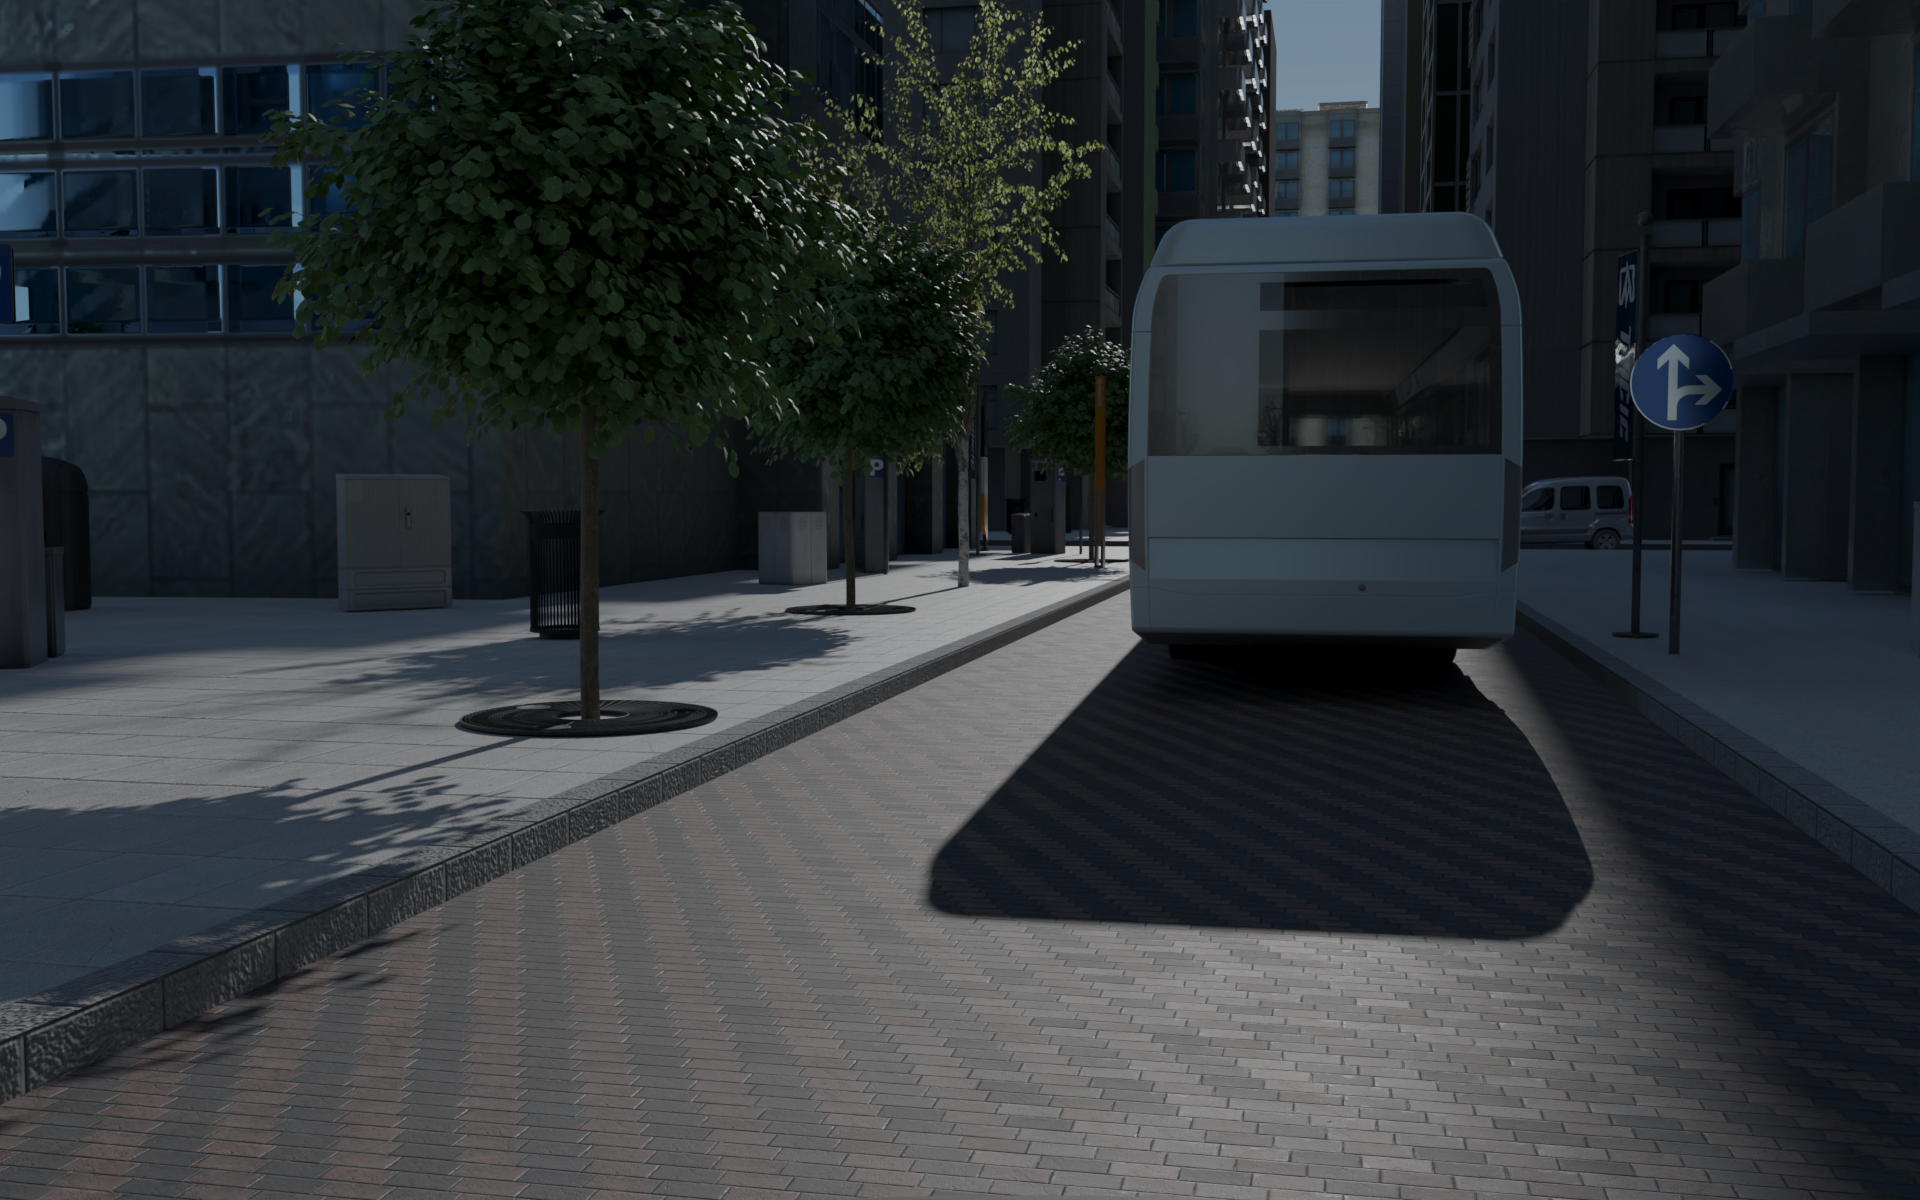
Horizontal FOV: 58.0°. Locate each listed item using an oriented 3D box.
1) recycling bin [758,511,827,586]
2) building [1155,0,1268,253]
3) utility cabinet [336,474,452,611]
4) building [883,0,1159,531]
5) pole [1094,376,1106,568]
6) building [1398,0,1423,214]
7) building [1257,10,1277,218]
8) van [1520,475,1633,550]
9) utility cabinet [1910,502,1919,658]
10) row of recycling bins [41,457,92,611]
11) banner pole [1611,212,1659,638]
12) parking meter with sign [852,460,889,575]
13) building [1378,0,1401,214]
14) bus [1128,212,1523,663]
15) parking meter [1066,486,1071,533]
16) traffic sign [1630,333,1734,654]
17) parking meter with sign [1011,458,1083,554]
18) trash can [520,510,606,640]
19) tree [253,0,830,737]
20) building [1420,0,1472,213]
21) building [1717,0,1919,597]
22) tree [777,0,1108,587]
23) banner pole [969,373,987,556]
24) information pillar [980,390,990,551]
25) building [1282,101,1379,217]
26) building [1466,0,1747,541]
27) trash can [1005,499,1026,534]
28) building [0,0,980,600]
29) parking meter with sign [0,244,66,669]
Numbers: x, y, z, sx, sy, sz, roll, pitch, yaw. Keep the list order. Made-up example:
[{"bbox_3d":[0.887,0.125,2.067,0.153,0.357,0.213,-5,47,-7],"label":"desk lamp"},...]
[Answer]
[{"bbox_3d":[-2.392,-0.745,24.735,0.722,1.027,0.722,3,4,38],"label":"recycling bin"},{"bbox_3d":[12.857,-31.750,138.726,23.786,49.044,30.456,1,4,12],"label":"building"},{"bbox_3d":[-6.242,-0.640,19.146,1.173,1.500,0.318,-3,5,-40],"label":"utility cabinet"},{"bbox_3d":[-0.287,-23.306,64.652,14.154,41.232,14.086,1,4,12],"label":"building"},{"bbox_3d":[2.432,-2.215,30.055,0.158,3.312,0.155,0,3,0],"label":"pole"},{"bbox_3d":[39.858,-29.263,128.568,14.600,45.320,14.200,1,4,12],"label":"building"},{"bbox_3d":[21.801,-31.195,160.140,14.600,45.320,14.200,1,4,12],"label":"building"},{"bbox_3d":[14.036,-2.120,41.678,4.112,2.044,2.013,1,4,13],"label":"van"},{"bbox_3d":[7.864,-0.169,13.929,0.306,1.237,1.020,2,4,25],"label":"utility cabinet"},{"bbox_3d":[-10.577,-0.660,17.907,1.069,1.692,3.534,1,4,22],"label":"row of recycling bins"},{"bbox_3d":[6.075,-1.570,15.695,0.401,3.779,0.863,0,4,0],"label":"banner pole"},{"bbox_3d":[-1.424,-1.960,28.313,0.543,3.016,1.738,-1,4,-17],"label":"parking meter with sign"},{"bbox_3d":[53.384,-38.813,176.583,21.231,58.520,28.212,1,4,12],"label":"building"},{"bbox_3d":[3.599,-1.414,17.983,2.948,3.499,13.247,1,4,10],"label":"bus"},{"bbox_3d":[3.456,-2.950,56.638,0.372,1.533,0.369,0,3,0],"label":"parking meter"},{"bbox_3d":[5.735,-0.839,13.830,0.768,2.556,0.104,1,4,18],"label":"traffic sign"},{"bbox_3d":[1.901,-2.510,37.301,1.738,3.016,0.543,2,4,35],"label":"parking meter with sign"},{"bbox_3d":[-3.526,-0.231,15.429,0.748,1.137,0.748,0,3,0],"label":"trash can"},{"bbox_3d":[-2.027,-1.587,9.653,4.285,4.588,4.351,0,3,0],"label":"tree"},{"bbox_3d":[37.298,-40.881,106.655,20.563,71.187,20.611,1,4,12],"label":"building"},{"bbox_3d":[21.355,-24.313,17.125,23.786,49.044,30.456,1,4,12],"label":"building"},{"bbox_3d":[-0.190,-4.491,23.787,4.360,8.622,3.978,0,3,0],"label":"tree"},{"bbox_3d":[0.306,-2.796,35.729,0.401,3.779,0.863,1,4,16],"label":"banner pole"},{"bbox_3d":[0.549,-2.909,38.915,0.183,3.616,0.504,1,4,10],"label":"information pillar"},{"bbox_3d":[46.927,-36.366,214.198,30.456,49.044,23.786,1,4,12],"label":"building"},{"bbox_3d":[22.993,-22.513,51.683,14.086,41.232,14.154,1,4,12],"label":"building"},{"bbox_3d":[1.781,-2.684,55.533,0.748,1.137,0.748,0,3,0],"label":"trash can"},{"bbox_3d":[-17.042,-43.955,31.332,31.000,86.520,22.319,1,4,12],"label":"building"},{"bbox_3d":[-7.116,-1.019,12.914,0.543,3.016,1.738,-1,4,-16],"label":"parking meter with sign"}]
